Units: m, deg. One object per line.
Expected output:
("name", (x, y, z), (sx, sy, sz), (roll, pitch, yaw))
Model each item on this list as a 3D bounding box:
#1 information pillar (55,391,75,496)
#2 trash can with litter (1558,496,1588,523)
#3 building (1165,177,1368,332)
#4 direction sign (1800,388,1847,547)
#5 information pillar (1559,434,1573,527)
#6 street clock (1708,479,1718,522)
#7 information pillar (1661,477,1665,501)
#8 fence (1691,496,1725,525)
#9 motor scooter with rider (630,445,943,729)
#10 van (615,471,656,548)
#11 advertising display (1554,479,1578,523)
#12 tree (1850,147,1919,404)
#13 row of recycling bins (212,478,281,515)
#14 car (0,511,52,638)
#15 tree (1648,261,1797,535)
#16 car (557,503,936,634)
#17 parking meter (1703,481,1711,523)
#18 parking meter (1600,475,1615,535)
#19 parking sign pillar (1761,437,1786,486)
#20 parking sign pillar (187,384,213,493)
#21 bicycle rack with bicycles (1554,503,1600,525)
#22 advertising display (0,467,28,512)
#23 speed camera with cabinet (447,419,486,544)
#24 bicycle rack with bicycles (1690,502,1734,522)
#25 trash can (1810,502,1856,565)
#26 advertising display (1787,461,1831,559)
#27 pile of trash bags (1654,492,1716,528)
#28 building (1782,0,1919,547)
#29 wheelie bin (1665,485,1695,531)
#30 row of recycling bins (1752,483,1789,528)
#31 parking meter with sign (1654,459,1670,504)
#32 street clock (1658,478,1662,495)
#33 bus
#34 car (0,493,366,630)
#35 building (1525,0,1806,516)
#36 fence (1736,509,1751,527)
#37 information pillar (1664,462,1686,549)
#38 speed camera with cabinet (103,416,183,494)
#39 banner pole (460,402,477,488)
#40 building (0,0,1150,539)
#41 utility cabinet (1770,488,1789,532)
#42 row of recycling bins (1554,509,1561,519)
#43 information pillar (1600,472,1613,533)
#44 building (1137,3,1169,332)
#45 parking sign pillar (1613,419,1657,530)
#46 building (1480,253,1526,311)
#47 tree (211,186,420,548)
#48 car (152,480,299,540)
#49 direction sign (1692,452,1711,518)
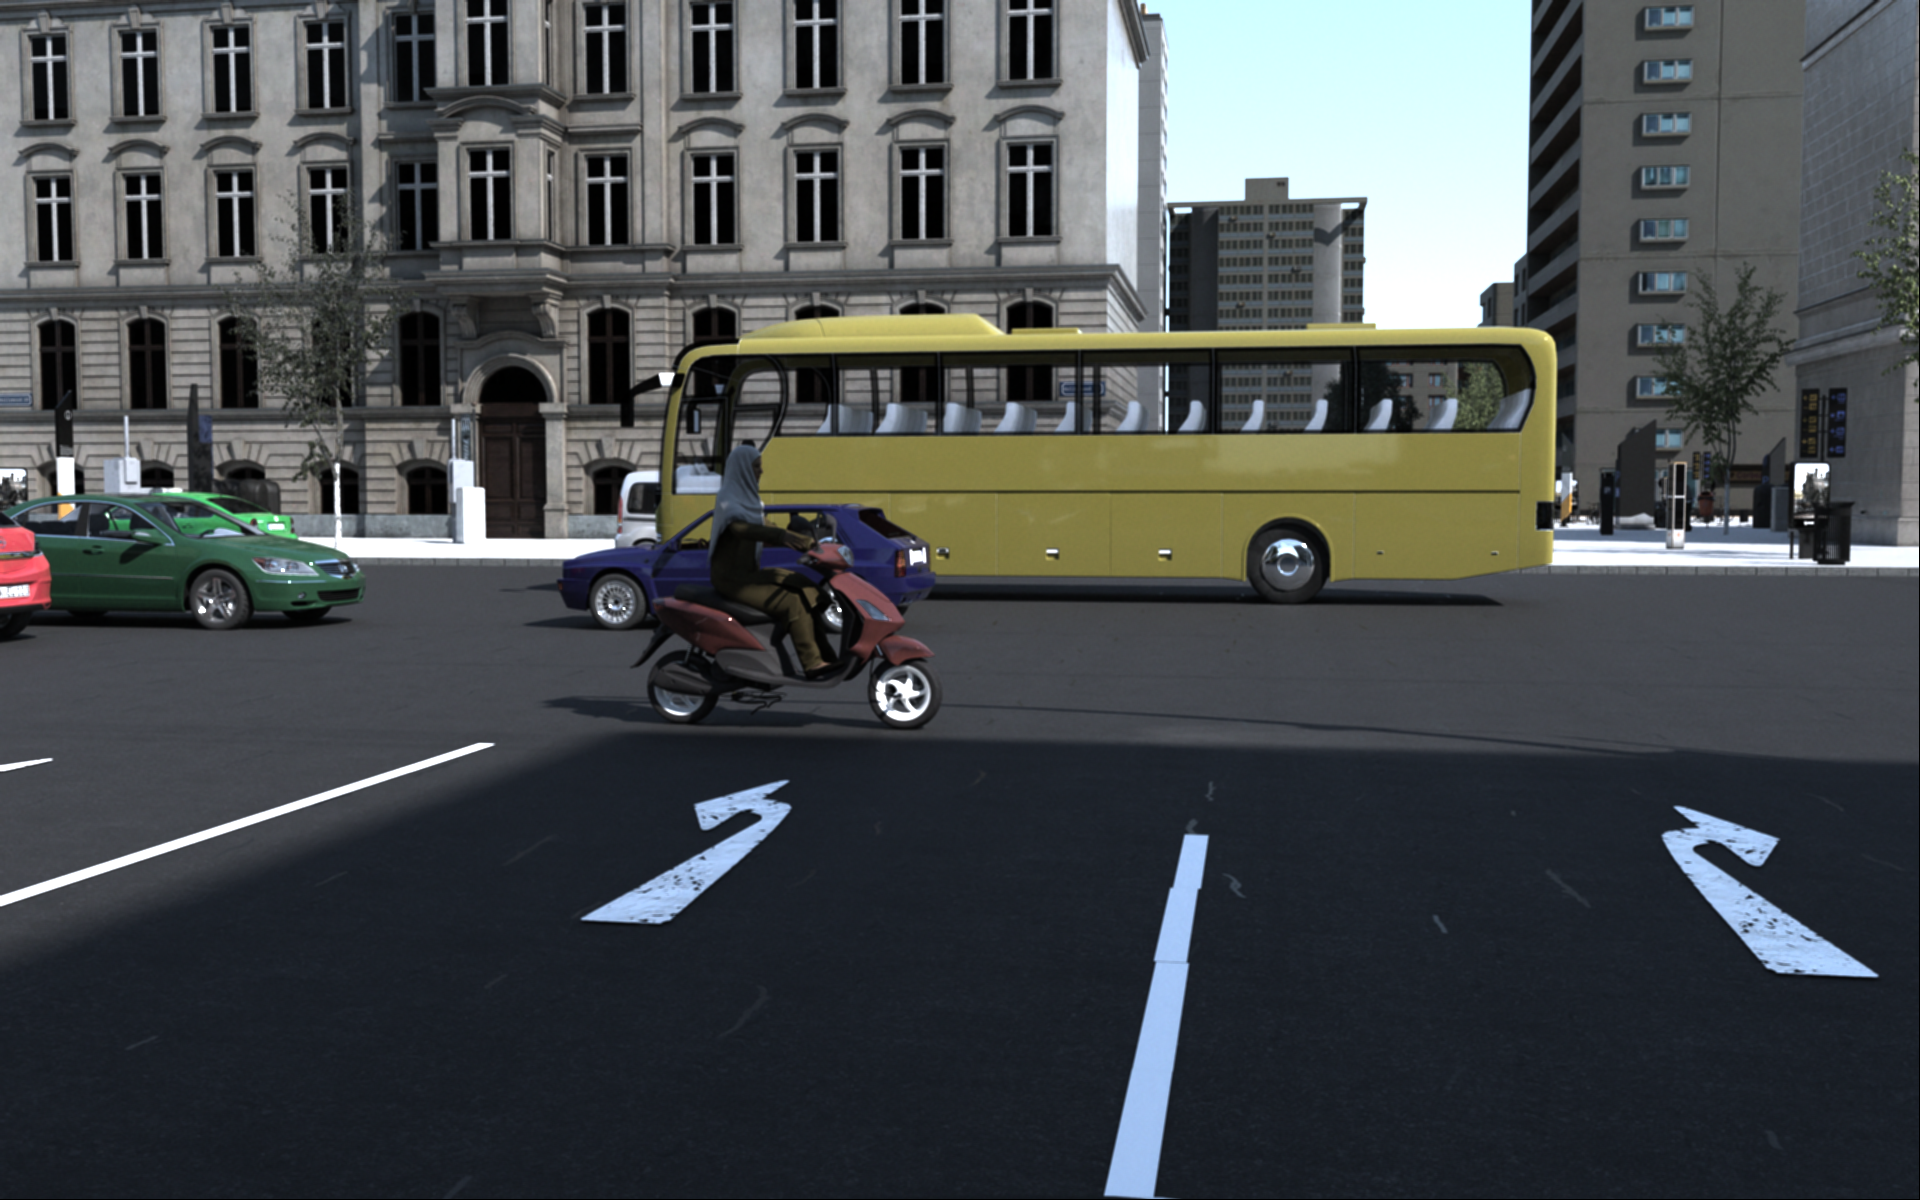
("information pillar", (-20.233, -2.926, 39.192), (0.183, 3.616, 0.504), (1, 4, 10))
("trash can with litter", (27.626, -4.124, 78.488), (2.233, 1.210, 1.678), (-3, 5, -42))
("building", (37.861, -32.011, 215.259), (23.993, 40.220, 32.217), (1, 4, 10))
("direction sign", (18.522, -2.766, 37.219), (0.876, 3.537, 0.379), (2, 4, 32))
("information pillar", (23.600, -4.651, 67.395), (0.183, 3.616, 0.504), (-2, 4, -25))
("street clock", (35.170, -4.677, 81.035), (0.358, 2.002, 0.471), (-2, 4, -34))
("information pillar", (31.084, -4.388, 76.236), (0.304, 2.012, 0.304), (0, 4, -3))
("fence", (30.666, -3.737, 72.304), (2.264, 1.192, 0.480), (3, 5, 40))
("motor scooter with rider", (-1.087, -0.102, 10.635), (1.986, 1.779, 0.876), (1, 4, 10))
("van", (-4.019, -1.459, 30.868), (4.112, 2.044, 2.013), (1, 4, 11))
("advertising display", (26.491, -4.311, 75.703), (0.974, 1.923, 0.123), (1, 4, 12))
("tree", (19.791, -5.132, 34.277), (4.737, 8.622, 4.395), (0, 3, 0))
("row of recycling bins", (-19.305, -2.407, 46.466), (1.069, 1.692, 3.534), (0, 4, 7))
("car", (-11.184, -0.473, 16.779), (4.494, 1.783, 2.155), (1, 4, 10))
("tree", (23.958, -6.369, 54.498), (4.737, 8.622, 4.395), (0, 3, 0))
("car", (-2.284, -0.376, 18.730), (3.894, 1.354, 1.945), (1, 4, 11))
("parking meter", (32.954, -4.322, 76.380), (0.255, 1.863, 0.399), (1, 4, 15))
("parking meter", (20.298, -2.974, 54.339), (0.399, 1.863, 0.255), (2, 4, 26))
("parking sign pillar", (38.622, -5.736, 82.261), (1.447, 3.967, 1.447), (-2, 4, -34))
("parking sign pillar", (-18.888, -3.336, 43.020), (1.447, 3.967, 1.447), (-2, 4, -29))
("bicycle rack with bicycles", (26.299, -3.648, 73.031), (2.852, 0.926, 2.925), (3, 5, 41))
("advertising display", (-22.996, -2.238, 41.812), (0.123, 1.923, 0.974), (2, 4, 31))
("speed camera with cabinet", (-12.850, -3.104, 45.085), (0.660, 3.252, 2.038), (-2, 4, -26))
("bicycle rack with bicycles", (33.565, -4.033, 79.323), (2.925, 0.926, 2.852), (3, 5, 42))
("trash can", (15.853, -1.213, 31.480), (0.748, 1.137, 0.748), (0, 3, 0))
("advertising display", (16.775, -1.774, 34.225), (0.974, 1.923, 0.123), (-1, 4, -21))
("pile of trash bags", (26.633, -3.396, 65.282), (3.447, 1.369, 1.912), (2, 4, 35))
("building", (24.869, -11.907, 45.587), (40.483, 20.767, 10.553), (1, 4, 10))
("wheelie bin", (24.735, -3.163, 59.619), (0.980, 1.594, 0.693), (0, 4, -5))
("row of recycling bins", (31.662, -3.567, 65.434), (3.534, 1.692, 1.069), (-1, 4, -13))
("parking meter with sign", (34.236, -5.481, 85.877), (1.738, 3.016, 0.543), (1, 4, 22))
("street clock", (31.476, -4.455, 77.409), (0.358, 2.002, 0.471), (-3, 4, -37))
("bus", (1.652, -1.980, 23.919), (12.252, 3.916, 2.896), (1, 4, 10))
("car", (-9.073, -0.461, 19.333), (4.920, 1.459, 2.131), (1, 4, 11))
("building", (48.366, -29.668, 108.773), (21.300, 48.544, 21.600), (1, 4, 10))
("fence", (31.102, -3.261, 68.697), (0.278, 0.683, 2.069), (2, 4, 33))
("information pillar", (16.690, -2.194, 40.369), (0.304, 2.012, 0.304), (0, 4, -6))
("speed camera with cabinet", (-21.020, -3.074, 44.600), (0.660, 3.252, 2.038), (1, 4, 21))
("banner pole", (-13.373, -3.501, 47.261), (0.863, 3.779, 0.401), (3, 5, 40))
("building", (-11.783, -14.379, 54.184), (34.723, 24.649, 14.460), (1, 4, 10))
("utility cabinet", (28.002, -3.042, 58.409), (1.173, 1.500, 0.318), (0, 4, -2))
("row of recycling bins", (28.969, -4.942, 87.916), (3.534, 1.692, 1.069), (-1, 4, -10))
("information pillar", (21.437, -3.238, 57.439), (0.304, 2.012, 0.304), (0, 4, -3))
("building", (11.266, -41.106, 214.077), (28.212, 58.520, 21.231), (1, 4, 10))
("parking sign pillar", (24.448, -4.540, 62.706), (1.447, 3.967, 1.447), (0, 4, -4))
("building", (56.164, -17.665, 133.863), (27.650, 21.520, 28.899), (1, 4, 10))
("tree", (-14.986, -5.530, 40.778), (4.360, 8.622, 3.978), (0, 3, 0))
("car", (-15.046, -1.475, 32.921), (4.718, 1.807, 1.959), (1, 4, 10))
("direction sign", (39.796, -6.178, 93.008), (0.876, 3.537, 0.379), (2, 4, 26))
